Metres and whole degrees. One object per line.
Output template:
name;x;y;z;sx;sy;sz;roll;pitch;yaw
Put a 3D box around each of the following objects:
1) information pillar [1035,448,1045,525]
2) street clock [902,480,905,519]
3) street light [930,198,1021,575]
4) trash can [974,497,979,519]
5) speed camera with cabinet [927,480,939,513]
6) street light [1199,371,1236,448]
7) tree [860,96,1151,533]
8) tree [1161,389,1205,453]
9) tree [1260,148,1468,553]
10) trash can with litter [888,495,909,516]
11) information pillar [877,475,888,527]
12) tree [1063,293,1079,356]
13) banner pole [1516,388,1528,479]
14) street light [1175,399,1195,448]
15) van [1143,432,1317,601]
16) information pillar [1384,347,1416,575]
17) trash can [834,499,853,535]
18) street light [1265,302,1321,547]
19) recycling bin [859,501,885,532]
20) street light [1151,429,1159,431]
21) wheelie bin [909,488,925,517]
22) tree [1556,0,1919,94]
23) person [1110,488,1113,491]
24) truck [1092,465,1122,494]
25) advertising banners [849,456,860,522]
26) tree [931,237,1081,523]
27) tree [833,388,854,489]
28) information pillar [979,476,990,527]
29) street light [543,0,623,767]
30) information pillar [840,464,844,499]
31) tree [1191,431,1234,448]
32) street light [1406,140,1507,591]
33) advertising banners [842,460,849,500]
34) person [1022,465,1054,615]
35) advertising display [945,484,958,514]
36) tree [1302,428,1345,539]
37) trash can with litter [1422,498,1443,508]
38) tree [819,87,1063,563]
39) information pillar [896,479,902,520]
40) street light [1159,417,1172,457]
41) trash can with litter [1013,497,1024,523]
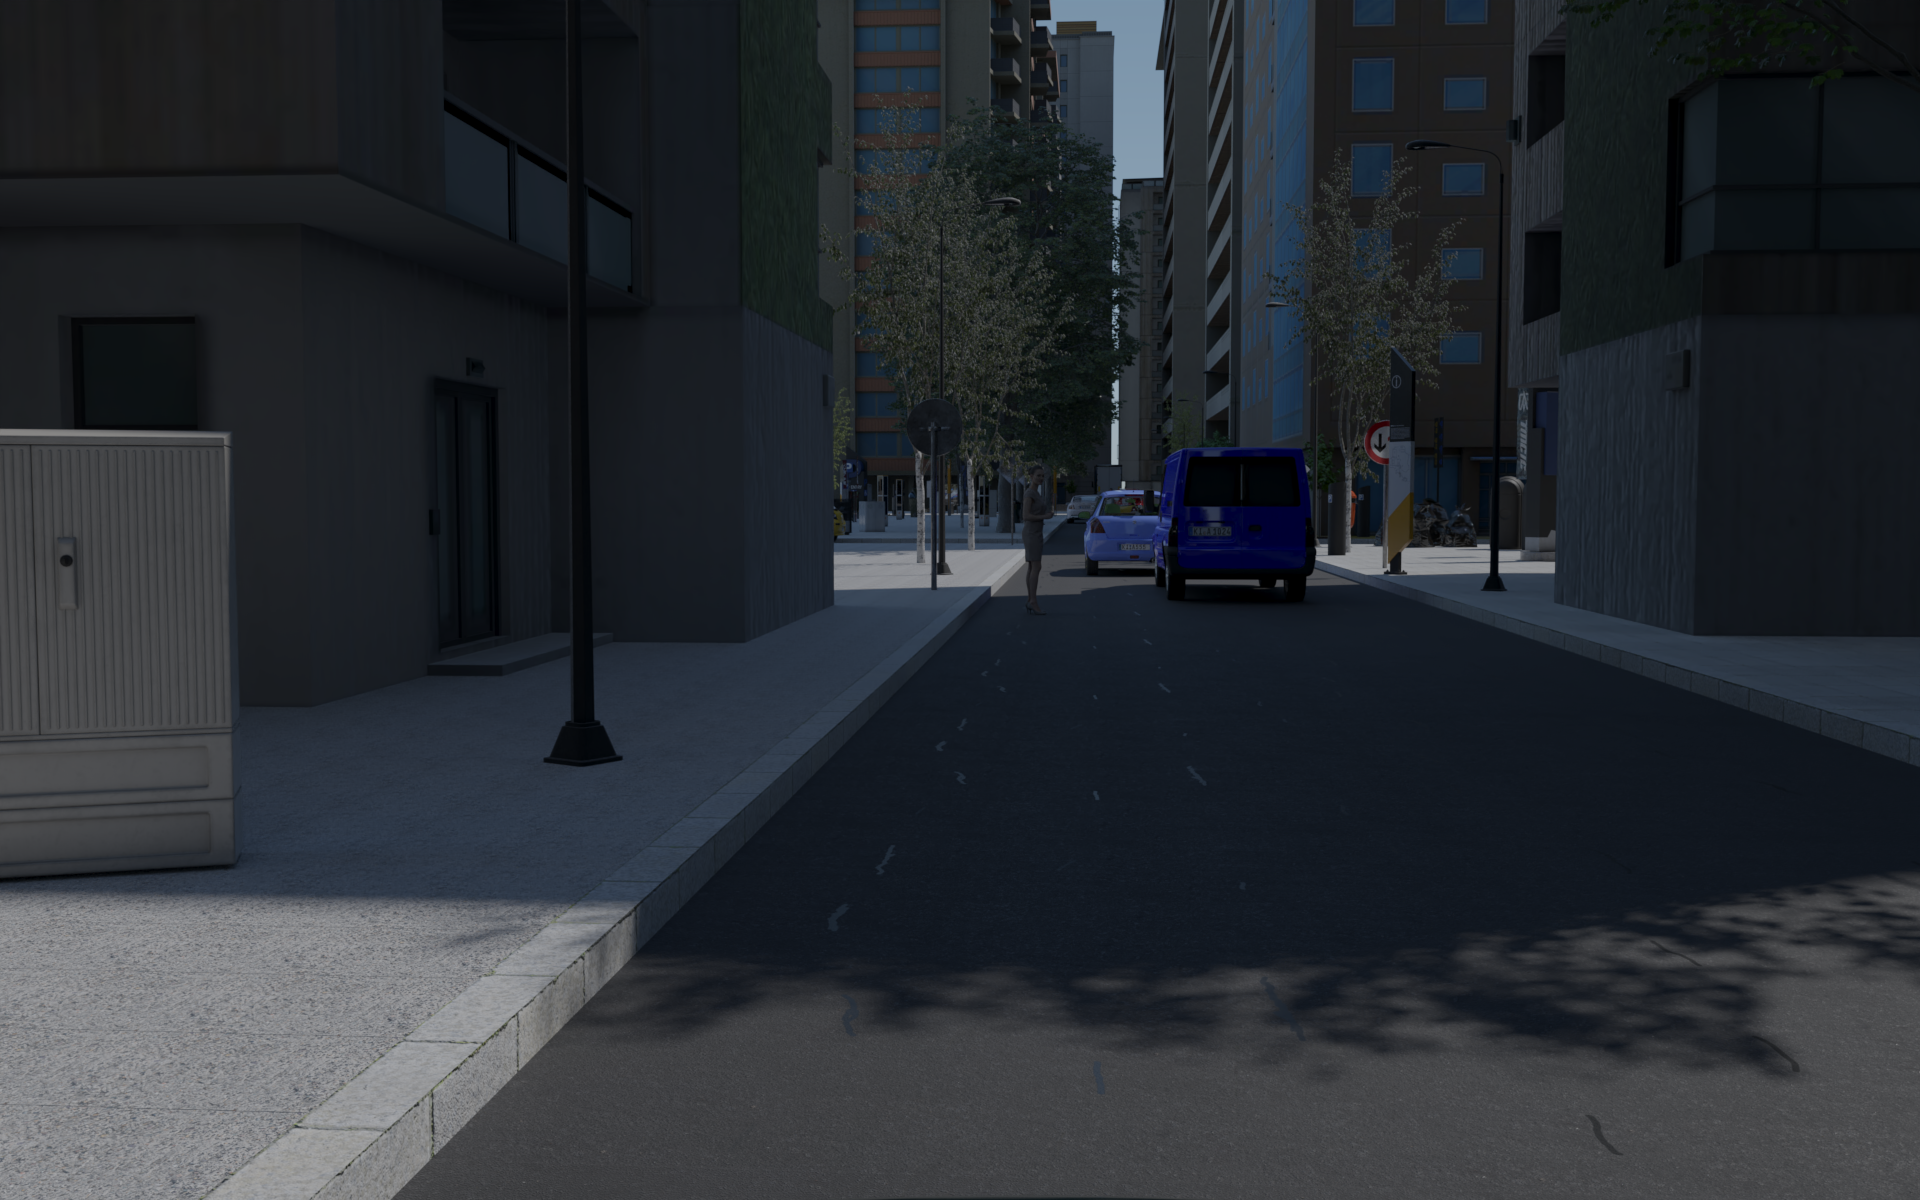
information pillar;3.310;-4.937;72.079;0.183;3.616;0.504;-3;4;-38
street clock;-2.986;-5.209;89.733;0.358;2.002;0.471;0;4;3
street light;0.250;-3.352;27.342;1.470;5.913;1.316;0;4;4
trash can;0.842;-4.847;90.899;0.748;1.137;0.748;0;3;0
speed camera with cabinet;-1.761;-7.428;115.787;0.660;3.252;2.038;1;4;10
street light;9.809;-5.668;65.207;1.470;5.913;1.316;0;4;4
tree;1.620;-9.192;56.952;9.857;13.997;8.962;0;3;0
tree;15.798;-10.387;120.185;4.737;8.622;4.395;0;3;0
tree;8.736;-5.344;37.735;4.360;8.622;3.978;0;3;0
trash can with litter;-3.980;-5.519;101.298;2.233;1.210;1.678;3;5;41
information pillar;-3.050;-3.908;68.391;0.304;2.012;0.304;3;5;39
tree;0.331;-5.412;38.853;4.360;8.622;3.978;0;3;0
banner pole;11.655;-2.786;35.572;0.401;3.779;0.863;-1;4;-15
street light;11.303;-6.861;84.724;1.470;5.913;1.316;0;4;4
van;3.835;-1.262;25.016;2.240;2.365;5.245;0;4;4
information pillar;6.990;-2.208;27.452;0.183;3.616;0.504;-2;4;-30
trash can;-3.693;-2.606;54.265;0.748;1.137;0.748;0;3;0
street light;8.094;-4.254;42.100;1.470;5.913;1.316;0;4;4
recycling bin;-2.994;-2.840;58.984;0.722;1.027;0.722;-1;4;-21
street light;14.400;-9.292;124.459;1.470;5.913;1.316;0;4;4
wheelie bin;-2.406;-5.333;95.097;0.980;1.594;0.693;-3;5;-44
tree;7.039;-5.162;10.152;9.928;11.665;9.643;0;3;0
person;9.204;-5.897;105.191;0.678;1.792;0.850;1;4;18
truck;14.432;-11.061;169.766;2.839;4.237;11.283;0;4;3
advertising banners;-4.778;-5.078;79.207;0.090;3.025;2.074;0;4;3
tree;2.470;-9.741;77.398;7.486;12.596;7.792;0;3;0
tree;-8.772;-9.993;113.748;4.737;8.622;4.395;0;3;0
information pillar;0.965;-3.921;68.602;0.304;2.012;0.304;-3;5;-44
street light;-1.271;-2.174;8.094;1.470;5.913;1.316;0;4;4
information pillar;-8.332;-8.079;123.439;0.504;3.616;0.183;3;5;44
tree;12.914;-6.348;87.503;4.285;4.588;4.351;0;3;0
street light;6.547;-3.077;22.854;1.470;5.913;1.316;0;4;4
advertising banners;-5.624;-5.694;89.286;0.090;3.025;2.074;1;4;22
person;0.928;-0.731;20.786;0.374;1.781;0.599;1;4;15
advertising display;-0.565;-6.467;110.951;0.974;1.923;0.123;2;4;24
tree;10.487;-3.390;50.025;1.663;3.219;1.824;0;3;0
trash can with litter;13.793;-2.364;50.031;1.055;1.170;0.624;-2;4;-24
tree;-0.662;-4.975;31.710;4.360;8.622;3.978;0;3;0
information pillar;-3.038;-5.020;86.561;0.304;2.012;0.304;0;4;-3
street light;12.910;-8.044;104.065;1.470;5.913;1.316;0;4;4
trash can with litter;2.618;-3.945;75.891;1.055;1.170;0.624;-1;4;-14
